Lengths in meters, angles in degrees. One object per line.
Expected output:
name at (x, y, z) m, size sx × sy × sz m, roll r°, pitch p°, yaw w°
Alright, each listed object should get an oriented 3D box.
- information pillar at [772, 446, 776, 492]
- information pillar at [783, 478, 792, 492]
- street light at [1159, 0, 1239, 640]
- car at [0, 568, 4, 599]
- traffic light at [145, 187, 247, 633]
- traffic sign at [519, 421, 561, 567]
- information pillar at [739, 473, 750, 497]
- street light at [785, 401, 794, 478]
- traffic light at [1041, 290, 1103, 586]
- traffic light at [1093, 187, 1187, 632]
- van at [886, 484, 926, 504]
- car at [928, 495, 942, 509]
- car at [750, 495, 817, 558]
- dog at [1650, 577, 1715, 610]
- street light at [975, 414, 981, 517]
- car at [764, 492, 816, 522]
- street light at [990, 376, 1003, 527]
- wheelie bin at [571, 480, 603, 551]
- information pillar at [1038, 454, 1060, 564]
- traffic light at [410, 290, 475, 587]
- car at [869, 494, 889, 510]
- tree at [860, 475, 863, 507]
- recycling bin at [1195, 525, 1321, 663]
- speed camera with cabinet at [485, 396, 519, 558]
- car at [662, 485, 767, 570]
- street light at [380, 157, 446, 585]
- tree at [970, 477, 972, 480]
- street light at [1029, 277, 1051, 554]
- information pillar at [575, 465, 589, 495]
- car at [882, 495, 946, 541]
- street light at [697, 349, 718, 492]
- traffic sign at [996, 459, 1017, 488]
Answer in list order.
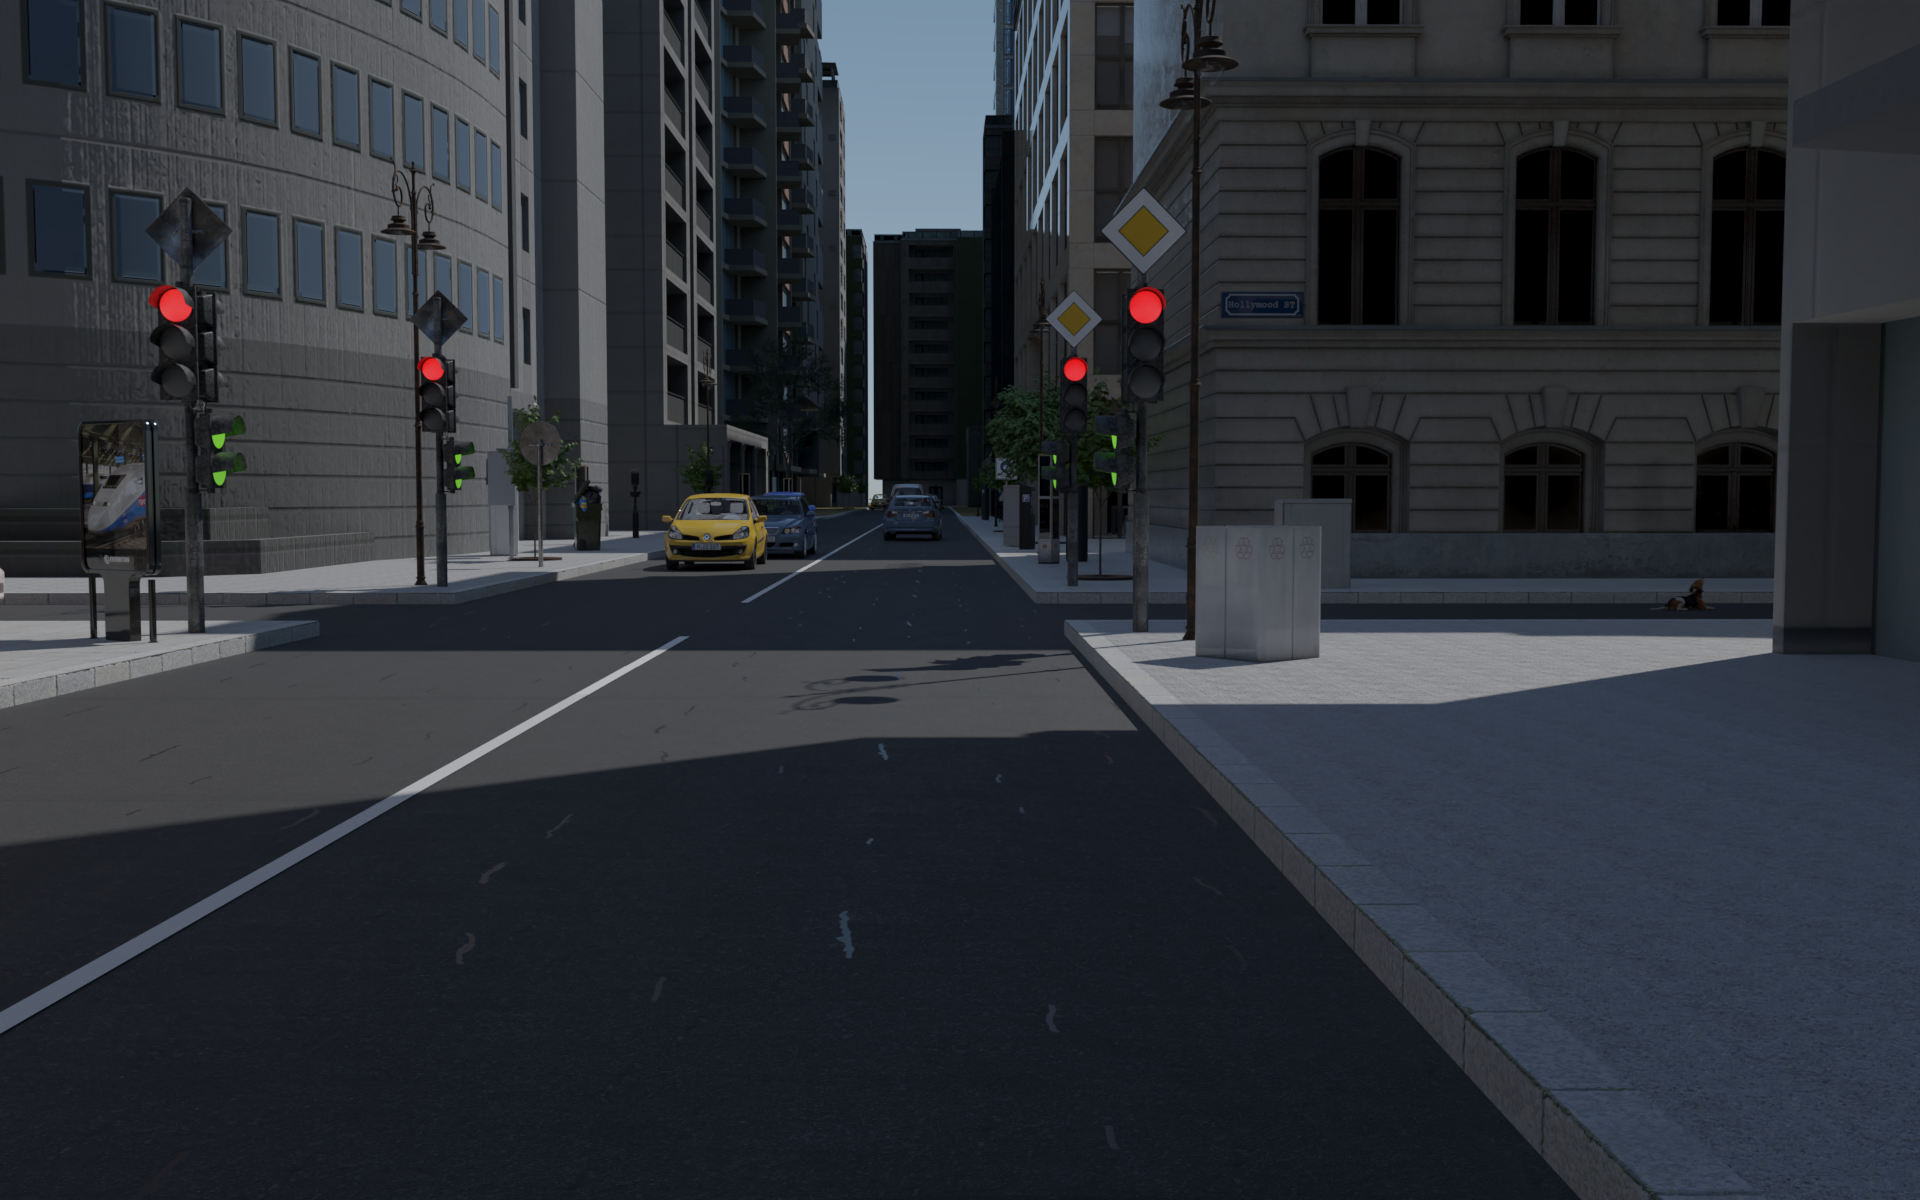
information pillar at (-9.075, -5.706, 84.643) m, size 0.183 × 3.616 × 0.504 m, roll -1°, pitch 4°, yaw -18°
information pillar at (-8.022, -4.666, 80.785) m, size 0.304 × 2.012 × 0.304 m, roll 2°, pitch 4°, yaw 25°
street light at (2.050, -2.587, 15.086) m, size 0.468 × 5.910 × 1.993 m, roll 0°, pitch 4°, yaw -1°
car at (-13.812, -0.484, 20.278) m, size 4.827 × 1.381 × 2.083 m, roll 0°, pitch 4°, yaw 0°
traffic light at (-7.046, -1.650, 15.905) m, size 0.839 × 4.253 × 0.868 m, roll 0°, pitch 4°, yaw -1°
traffic sign at (-7.373, -1.852, 30.393) m, size 0.768 × 2.556 × 0.104 m, roll 1°, pitch 4°, yaw 8°
information pillar at (-7.686, -3.501, 61.741) m, size 0.304 × 2.012 × 0.304 m, roll -2°, pitch 4°, yaw -32°
street light at (-8.426, -6.914, 85.829) m, size 0.468 × 5.910 × 1.993 m, roll 0°, pitch 4°, yaw -1°
traffic light at (1.552, -2.147, 24.027) m, size 0.839 × 4.253 × 0.868 m, roll 0°, pitch 4°, yaw -1°
traffic light at (1.664, -1.659, 16.043) m, size 0.839 × 4.253 × 0.868 m, roll 0°, pitch 4°, yaw -1°
van at (-2.155, -4.061, 73.410) m, size 2.013 × 2.044 × 4.112 m, roll 0°, pitch 3°, yaw 0°
car at (-2.470, -7.607, 136.743) m, size 2.083 × 1.381 × 4.827 m, roll 0°, pitch 4°, yaw 0°
car at (-4.306, -1.719, 40.115) m, size 2.014 × 1.417 × 4.499 m, roll 0°, pitch 3°, yaw 0°
dog at (8.942, -0.076, 21.440) m, size 0.748 × 0.427 × 0.550 m, roll 2°, pitch 4°, yaw 25°
street light at (1.023, -7.679, 98.337) m, size 0.468 × 5.910 × 1.993 m, roll 0°, pitch 4°, yaw -1°
car at (-5.076, -2.458, 49.788) m, size 1.945 × 1.707 × 3.694 m, roll 0°, pitch 4°, yaw -1°
street light at (1.415, -5.814, 67.845) m, size 0.468 × 5.910 × 1.993 m, roll 0°, pitch 4°, yaw -1°
wheelie bin at (-8.482, -1.929, 39.454) m, size 0.693 × 1.594 × 0.980 m, roll -1°, pitch 4°, yaw -19°
information pillar at (1.634, -1.670, 31.789) m, size 0.304 × 2.012 × 0.304 m, roll 2°, pitch 4°, yaw 35°
traffic light at (-7.158, -2.139, 23.889) m, size 0.839 × 4.253 × 0.868 m, roll 0°, pitch 4°, yaw -1°
car at (-7.151, -8.913, 155.949) m, size 2.015 × 1.641 × 3.980 m, roll 0°, pitch 4°, yaw -1°
tree at (-9.933, -9.923, 156.836) m, size 1.663 × 3.219 × 1.824 m, roll 0°, pitch 3°, yaw 0°
recycling bin at (2.343, -0.066, 13.628) m, size 0.722 × 1.027 × 0.722 m, roll -3°, pitch 4°, yaw -38°
speed camera with cabinet at (-9.414, -2.526, 35.634) m, size 0.660 × 3.252 × 2.038 m, roll -1°, pitch 4°, yaw -13°
car at (-4.757, -1.455, 34.006) m, size 2.015 × 1.641 × 3.980 m, roll 0°, pitch 4°, yaw -2°
street light at (-7.593, -3.146, 24.221) m, size 0.468 × 5.910 × 1.993 m, roll 0°, pitch 4°, yaw -1°
tree at (1.360, -6.859, 106.754) m, size 1.663 × 3.219 × 1.824 m, roll 0°, pitch 3°, yaw 0°
street light at (1.743, -3.934, 37.103) m, size 0.468 × 5.910 × 1.993 m, roll 0°, pitch 4°, yaw -1°
information pillar at (-9.651, -2.431, 44.247) m, size 0.304 × 2.012 × 0.304 m, roll 0°, pitch 4°, yaw 1°
car at (-1.471, -2.607, 54.633) m, size 2.014 × 1.417 × 4.499 m, roll 0°, pitch 4°, yaw 1°
street light at (-8.051, -5.049, 55.337) m, size 0.468 × 5.910 × 1.993 m, roll 0°, pitch 4°, yaw -1°
traffic sign at (1.319, -2.880, 49.218) m, size 0.606 × 2.300 × 0.079 m, roll 0°, pitch 4°, yaw 2°
